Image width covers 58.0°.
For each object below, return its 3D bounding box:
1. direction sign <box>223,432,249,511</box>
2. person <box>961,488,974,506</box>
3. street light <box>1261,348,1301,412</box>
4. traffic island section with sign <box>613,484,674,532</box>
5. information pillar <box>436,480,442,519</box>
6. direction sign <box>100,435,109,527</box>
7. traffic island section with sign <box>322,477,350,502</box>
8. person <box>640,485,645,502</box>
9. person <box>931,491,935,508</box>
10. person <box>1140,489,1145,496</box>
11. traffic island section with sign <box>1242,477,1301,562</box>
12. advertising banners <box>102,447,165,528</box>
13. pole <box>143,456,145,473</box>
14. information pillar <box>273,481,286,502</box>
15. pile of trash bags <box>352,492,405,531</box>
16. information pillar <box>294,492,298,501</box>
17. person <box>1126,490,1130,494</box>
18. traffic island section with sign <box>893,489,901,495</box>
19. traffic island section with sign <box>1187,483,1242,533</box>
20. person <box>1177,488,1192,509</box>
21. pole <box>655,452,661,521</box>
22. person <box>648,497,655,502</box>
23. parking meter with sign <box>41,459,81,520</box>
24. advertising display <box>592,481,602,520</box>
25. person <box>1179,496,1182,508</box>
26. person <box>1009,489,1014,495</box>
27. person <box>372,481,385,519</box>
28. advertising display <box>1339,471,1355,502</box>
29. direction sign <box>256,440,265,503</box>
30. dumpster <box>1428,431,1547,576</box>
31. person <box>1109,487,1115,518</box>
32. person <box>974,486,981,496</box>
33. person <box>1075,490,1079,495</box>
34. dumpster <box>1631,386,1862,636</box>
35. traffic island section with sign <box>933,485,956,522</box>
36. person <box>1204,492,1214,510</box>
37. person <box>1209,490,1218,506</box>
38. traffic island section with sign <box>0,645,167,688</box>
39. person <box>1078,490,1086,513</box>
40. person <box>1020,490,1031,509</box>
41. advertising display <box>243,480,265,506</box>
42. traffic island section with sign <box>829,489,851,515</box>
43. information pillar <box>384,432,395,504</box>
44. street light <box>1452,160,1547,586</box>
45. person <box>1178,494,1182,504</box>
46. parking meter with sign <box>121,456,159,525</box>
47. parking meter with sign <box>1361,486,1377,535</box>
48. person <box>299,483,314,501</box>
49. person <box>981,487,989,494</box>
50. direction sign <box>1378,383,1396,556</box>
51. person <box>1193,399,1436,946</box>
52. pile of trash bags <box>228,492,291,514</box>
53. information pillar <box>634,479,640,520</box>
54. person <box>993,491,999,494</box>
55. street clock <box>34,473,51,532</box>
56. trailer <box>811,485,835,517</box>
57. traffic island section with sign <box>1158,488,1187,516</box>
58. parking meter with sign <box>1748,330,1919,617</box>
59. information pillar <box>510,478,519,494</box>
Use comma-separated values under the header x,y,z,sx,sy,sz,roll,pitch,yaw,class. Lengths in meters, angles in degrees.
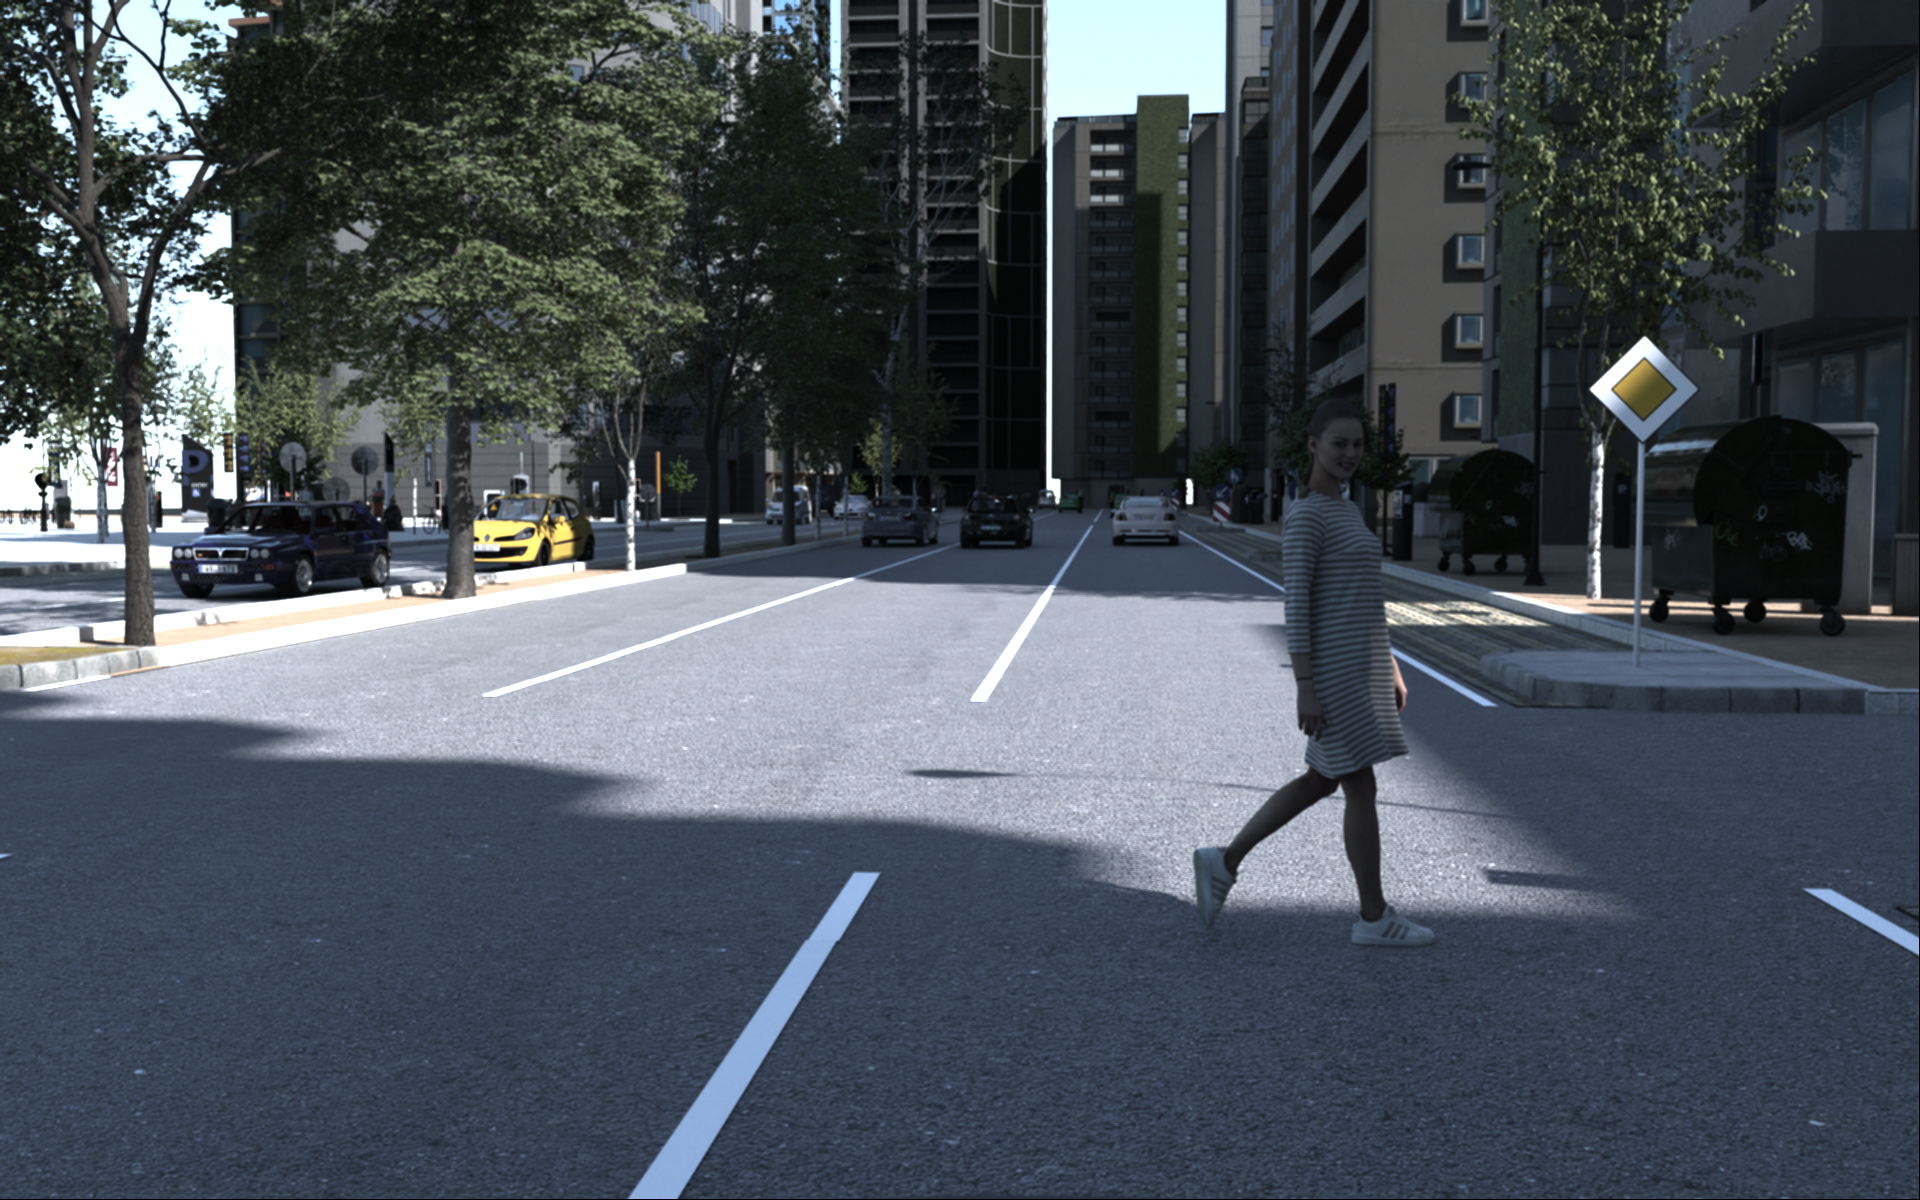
x,y,z,sx,sy,sz,roll,pitch,yaw,class
-26.659,-4.395,63.848,0.876,3.537,0.379,-2,4,-35,direction sign
0.660,-7.114,124.447,1.348,1.869,0.705,2,4,35,person
10.274,-5.056,55.210,1.470,5.913,1.316,0,4,5,street light
-12.040,-3.523,66.223,1.989,1.847,2.006,0,4,5,traffic island section with sign
-27.132,-5.231,90.017,0.304,2.012,0.304,0,4,-8,information pillar
-32.932,-4.560,66.548,0.379,3.537,0.876,-2,4,-34,direction sign
-14.406,-1.880,39.371,1.989,1.847,2.006,0,4,5,traffic island section with sign
-16.248,-4.982,88.072,0.524,1.755,0.480,-1,4,-19,person
-2.362,-8.627,150.496,0.436,1.711,0.756,1,4,13,person
14.256,-7.798,135.954,0.705,1.831,1.348,-1,4,-18,person
7.230,-1.760,37.396,1.989,1.847,2.006,0,4,5,traffic island section with sign
-30.914,-4.196,64.799,2.074,3.025,0.090,-2,4,-30,advertising banners
-43.197,-5.984,91.681,0.158,3.312,0.155,0,3,0,pole
-22.614,-3.247,57.586,0.304,2.012,0.304,3,5,41,information pillar
-20.406,-3.105,60.524,1.912,1.369,3.447,-1,4,-17,pile of trash bags
-28.054,-4.204,73.232,0.304,2.012,0.304,2,4,29,information pillar
14.754,-8.791,152.190,1.348,1.831,0.705,0,4,-3,person
-5.231,-8.240,143.349,1.989,1.847,2.006,0,4,5,traffic island section with sign
9.670,-3.452,65.069,1.989,1.847,2.006,0,4,5,traffic island section with sign
18.948,-8.588,146.414,1.348,1.831,0.705,2,4,29,person
-14.511,-5.465,83.199,0.158,3.312,0.155,0,3,0,pole
-15.983,-5.084,89.435,0.678,1.792,0.850,2,4,29,person
-44.853,-5.511,86.362,1.738,3.016,0.543,-2,4,-28,parking meter with sign
-17.685,-4.843,84.400,0.123,1.923,0.974,-2,4,-31,advertising display
20.784,-9.388,162.757,0.599,1.433,0.991,-1,4,-19,person
4.067,-7.865,137.047,1.348,1.831,0.705,-2,4,-30,person
-22.302,-3.684,66.455,0.511,1.800,0.466,-2,4,-33,person
9.521,-2.291,42.664,0.123,1.923,0.974,0,4,-3,advertising display
-29.198,-4.916,72.372,0.379,3.537,0.876,0,4,-1,direction sign
8.438,-1.547,27.789,1.502,2.255,1.985,0,4,5,dumpster
8.993,-5.764,102.751,0.705,1.823,1.348,0,4,0,person
1.044,-5.041,90.789,0.599,1.838,0.709,2,4,33,person
10.319,-8.861,153.473,0.705,1.812,1.348,-1,4,-17,person
7.417,-0.852,16.426,1.502,2.255,1.985,0,4,5,dumpster
-1.130,-4.912,88.445,2.006,1.907,1.989,0,4,5,traffic island section with sign
19.632,-7.801,136.808,0.599,1.433,0.991,-3,5,-43,person
20.273,-8.076,138.636,0.434,1.755,0.990,-3,4,-38,person
-7.722,-0.334,13.595,2.006,1.907,1.989,0,4,5,traffic island section with sign
9.066,-7.315,128.828,0.721,1.736,1.217,2,4,29,person
6.266,-9.507,164.021,1.350,1.814,0.705,-2,4,-34,person
-32.712,-4.592,80.295,0.123,1.923,0.974,3,5,40,advertising display
-7.642,-6.574,116.112,1.989,1.847,2.006,0,4,5,traffic island section with sign
-21.475,-4.516,65.187,0.183,3.616,0.504,1,4,17,information pillar
7.549,-3.163,24.250,1.470,5.913,1.316,0,4,5,street light
20.786,-9.609,163.876,1.217,1.736,0.721,1,4,17,person
-37.264,-5.036,78.606,1.738,3.016,0.543,1,4,11,parking meter with sign
12.752,-3.536,54.074,0.543,3.016,1.738,0,4,7,parking meter with sign
-21.680,-3.086,57.502,0.512,1.701,0.522,-2,4,-30,person
1.362,-5.217,93.891,1.348,1.812,0.705,2,4,24,person
8.783,-2.673,35.706,0.379,3.537,0.876,0,4,-7,direction sign
1.140,0.229,5.513,0.760,1.731,0.466,0,4,0,person
-27.409,-3.579,68.264,3.447,1.369,1.912,3,4,36,pile of trash bags
-16.035,-4.972,85.789,0.304,2.012,0.304,-3,5,-41,information pillar
3.291,-9.139,158.730,0.742,1.727,0.445,2,4,34,person
-31.021,-3.305,58.600,0.471,2.002,0.358,-3,4,-36,street clock
-8.476,-6.066,106.219,1.471,1.999,3.904,0,4,5,trailer
14.007,-6.455,114.174,1.989,1.847,2.006,0,4,5,traffic island section with sign
9.361,-1.355,18.422,1.738,3.016,0.543,1,4,22,parking meter with sign
-20.212,-4.535,78.640,0.304,2.012,0.304,2,4,28,information pillar
